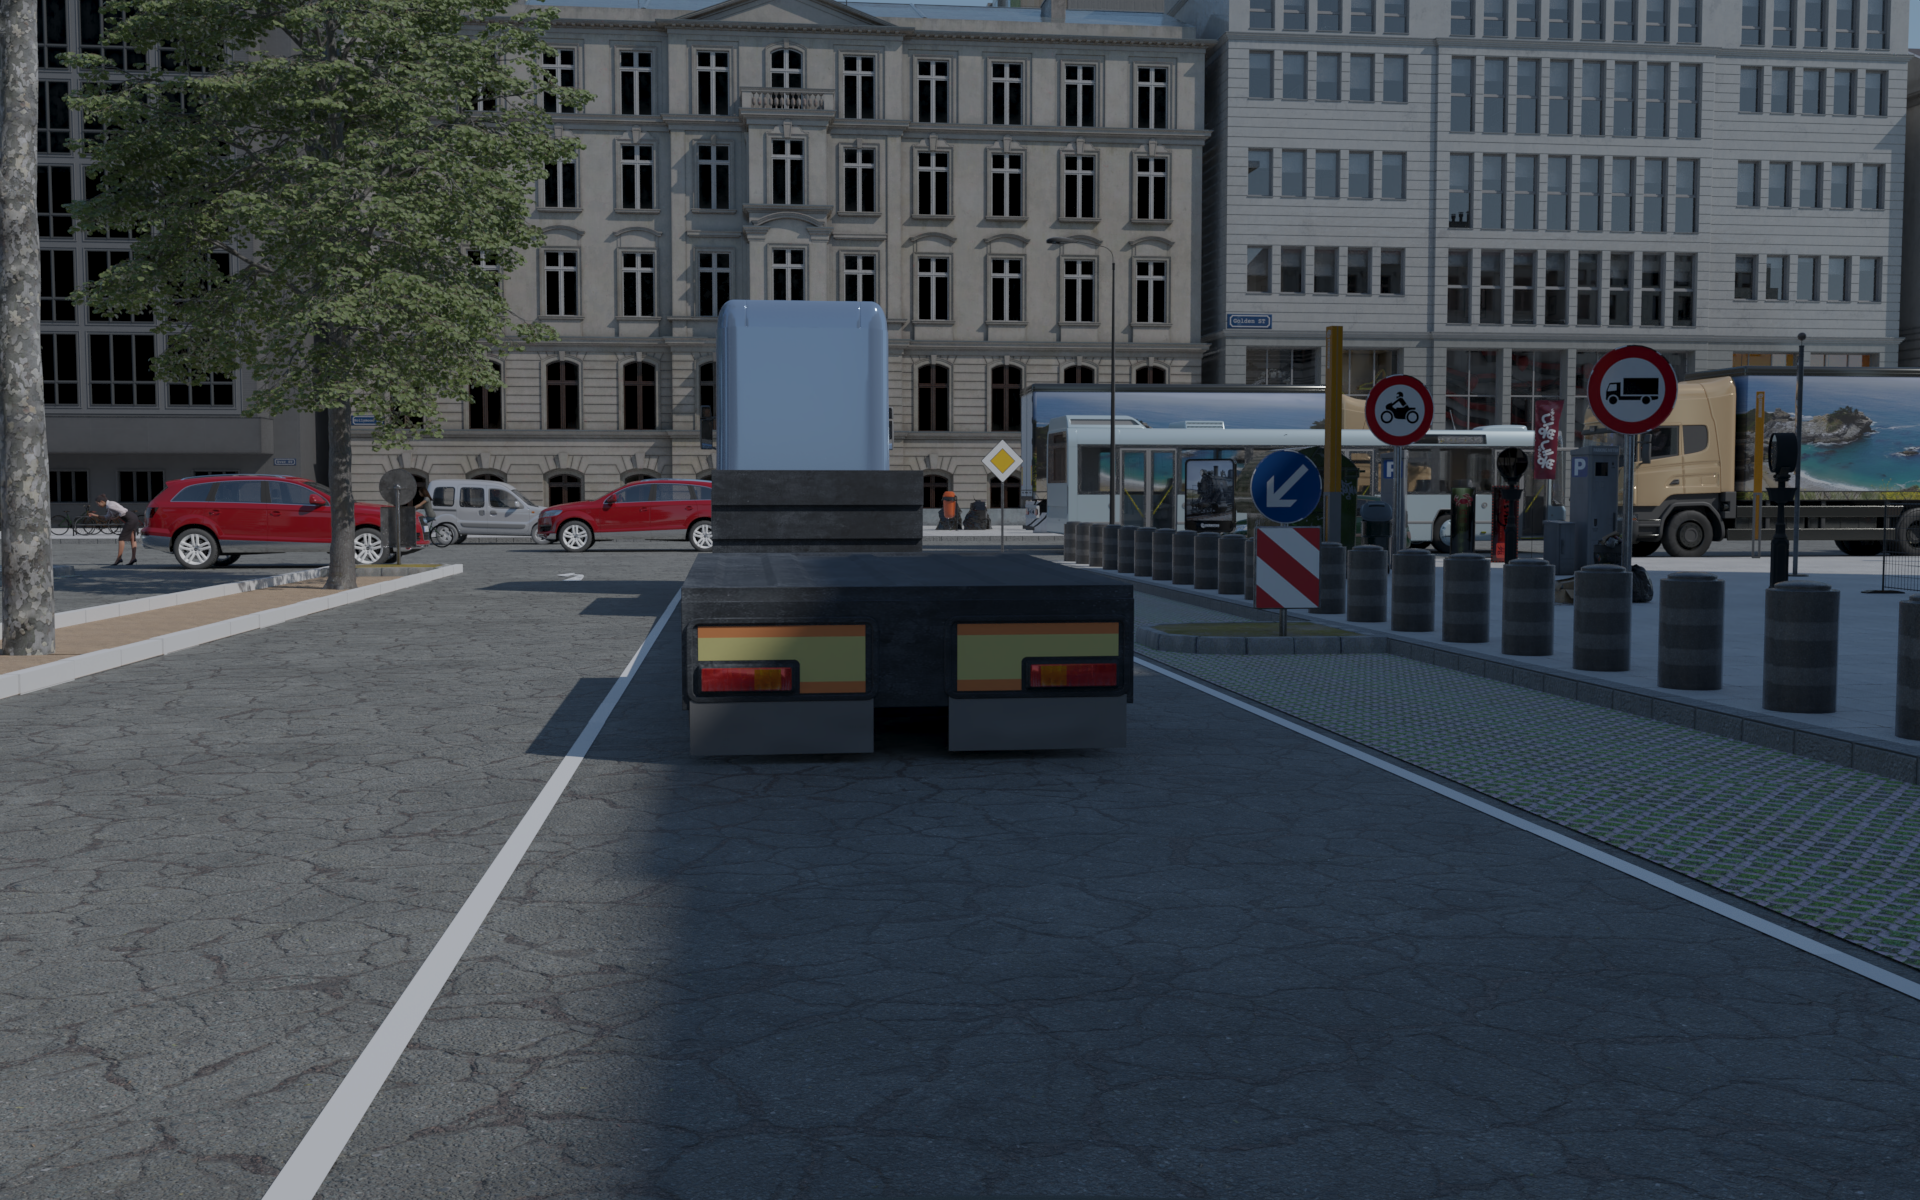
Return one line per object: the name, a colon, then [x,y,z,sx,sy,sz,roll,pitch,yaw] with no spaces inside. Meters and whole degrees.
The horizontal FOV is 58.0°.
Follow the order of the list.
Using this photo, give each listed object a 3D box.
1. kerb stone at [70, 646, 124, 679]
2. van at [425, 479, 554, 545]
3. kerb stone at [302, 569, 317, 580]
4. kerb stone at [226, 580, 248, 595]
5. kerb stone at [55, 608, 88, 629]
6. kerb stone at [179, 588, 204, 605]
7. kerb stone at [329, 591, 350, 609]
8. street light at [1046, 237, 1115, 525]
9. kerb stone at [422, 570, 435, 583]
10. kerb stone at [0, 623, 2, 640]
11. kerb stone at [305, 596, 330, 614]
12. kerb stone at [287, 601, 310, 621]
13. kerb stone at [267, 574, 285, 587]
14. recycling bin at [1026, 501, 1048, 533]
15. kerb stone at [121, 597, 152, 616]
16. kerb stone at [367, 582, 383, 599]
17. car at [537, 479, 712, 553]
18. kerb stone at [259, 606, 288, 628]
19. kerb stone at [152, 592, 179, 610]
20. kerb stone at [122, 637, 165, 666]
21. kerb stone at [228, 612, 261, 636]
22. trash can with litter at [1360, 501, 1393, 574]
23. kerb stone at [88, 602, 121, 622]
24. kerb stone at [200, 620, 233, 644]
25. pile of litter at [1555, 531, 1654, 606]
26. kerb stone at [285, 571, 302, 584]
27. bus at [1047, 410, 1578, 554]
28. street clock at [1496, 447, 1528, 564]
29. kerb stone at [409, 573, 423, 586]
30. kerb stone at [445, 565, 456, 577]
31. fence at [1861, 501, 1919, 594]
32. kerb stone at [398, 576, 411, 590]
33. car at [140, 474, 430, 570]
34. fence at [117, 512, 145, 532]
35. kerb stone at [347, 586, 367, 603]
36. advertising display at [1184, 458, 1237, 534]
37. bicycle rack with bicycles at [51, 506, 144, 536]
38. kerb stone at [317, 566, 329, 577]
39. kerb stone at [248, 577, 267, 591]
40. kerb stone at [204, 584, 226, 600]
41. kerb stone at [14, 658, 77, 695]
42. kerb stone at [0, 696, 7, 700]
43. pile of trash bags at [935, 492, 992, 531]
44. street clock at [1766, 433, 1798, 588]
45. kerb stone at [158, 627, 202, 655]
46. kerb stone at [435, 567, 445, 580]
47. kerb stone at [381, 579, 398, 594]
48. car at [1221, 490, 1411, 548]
kerb stone: [-6.957,0.510,13.858,0.120,0.150,1.000,0,4,-7]
van: [-13.167,-2.601,49.537,4.112,2.044,2.013,0,4,-6]
kerb stone: [-10.924,-0.405,28.819,0.120,0.150,1.000,0,4,-7]
kerb stone: [-10.423,-0.156,24.749,0.120,0.150,1.000,0,4,-7]
kerb stone: [-9.666,0.218,18.639,0.120,0.150,1.000,0,4,-7]
kerb stone: [-10.165,-0.030,22.711,0.120,0.150,1.000,0,4,-7]
kerb stone: [-7.966,0.018,22.014,0.120,0.150,1.000,0,4,-7]
street light: [2.248,-3.606,31.495,1.470,5.913,1.316,0,4,-7]
kerb stone: [-8.726,-0.359,28.130,0.120,0.150,1.000,0,4,-7]
kerb stone: [-9.535,0.280,17.618,0.120,0.150,1.000,0,4,-7]
kerb stone: [-7.847,0.075,20.993,0.120,0.150,1.000,0,4,-7]
kerb stone: [-7.713,0.143,19.971,0.120,0.150,1.000,0,4,-7]
kerb stone: [-10.671,-0.275,26.785,0.120,0.150,1.000,0,4,-7]
recycling bin: [2.817,-2.993,61.486,0.722,1.027,0.722,-3,4,-38]
kerb stone: [-9.914,0.093,20.677,0.120,0.150,1.000,0,4,-7]
kerb stone: [-8.220,-0.114,24.052,0.120,0.150,1.000,0,4,-7]
car: [-7.915,-2.130,43.502,5.304,1.827,2.281,0,4,-8]
kerb stone: [-7.580,0.199,18.950,0.120,0.150,1.000,0,4,-7]
kerb stone: [-10.042,0.031,21.694,0.120,0.150,1.000,0,4,-7]
kerb stone: [-7.086,0.457,14.877,0.120,0.150,1.000,0,4,-7]
kerb stone: [-7.464,0.265,17.932,0.120,0.150,1.000,0,4,-7]
trash can with litter: [6.696,-0.991,27.590,0.624,1.170,1.055,1,4,10]
kerb stone: [-9.792,0.155,19.660,0.120,0.150,1.000,0,4,-7]
kerb stone: [-7.339,0.329,16.915,0.120,0.150,1.000,0,4,-7]
pile of litter: [7.489,-0.401,20.525,1.719,0.858,1.176,-1,4,-19]
kerb stone: [-10.792,-0.343,27.803,0.120,0.150,1.000,0,4,-7]
bus: [8.855,-2.898,42.248,13.247,3.499,2.948,-1,4,-8]
street clock: [8.578,-1.369,26.950,0.471,2.002,0.358,1,4,16]
kerb stone: [-8.601,-0.300,27.113,0.120,0.150,1.000,0,4,-7]
kerb stone: [-8.978,-0.487,30.178,0.120,0.150,1.000,0,4,-7]
fence: [11.884,-0.617,21.297,0.480,1.192,2.264,0,4,2]
kerb stone: [-8.472,-0.230,26.098,0.120,0.150,1.000,0,4,-7]
car: [-13.177,-1.550,34.008,5.304,1.827,2.281,-1,4,-9]
fence: [-27.652,-2.603,57.931,2.069,0.683,0.278,3,5,41]
kerb stone: [-8.090,-0.051,23.031,0.120,0.150,1.000,0,4,-7]
advertising display: [4.548,-1.606,31.472,0.974,1.923,0.123,2,4,32]
bicycle rack with bicycles: [-26.784,-2.483,53.978,2.925,0.926,2.852,-2,4,-23]
kerb stone: [-11.055,-0.461,29.835,0.120,0.150,1.000,0,4,-7]
kerb stone: [-10.544,-0.217,25.767,0.120,0.150,1.000,0,4,-7]
kerb stone: [-10.298,-0.094,23.728,0.120,0.150,1.000,0,4,-7]
kerb stone: [-6.823,0.574,12.843,0.120,0.150,1.000,0,4,-7]
kerb stone: [-6.703,0.637,11.825,0.120,0.150,1.000,0,4,-7]
pile of trash bags: [-0.003,-3.173,61.637,1.912,1.369,3.447,1,4,14]
street clock: [9.691,-0.971,20.449,0.358,2.002,0.471,1,4,13]
kerb stone: [-7.204,0.386,15.895,0.120,0.150,1.000,0,4,-7]
kerb stone: [-8.854,-0.421,29.150,0.120,0.150,1.000,0,4,-7]
kerb stone: [-8.345,-0.176,25.080,0.120,0.150,1.000,0,4,-7]
car: [7.667,-1.700,37.586,4.222,1.686,2.009,0,4,-7]
